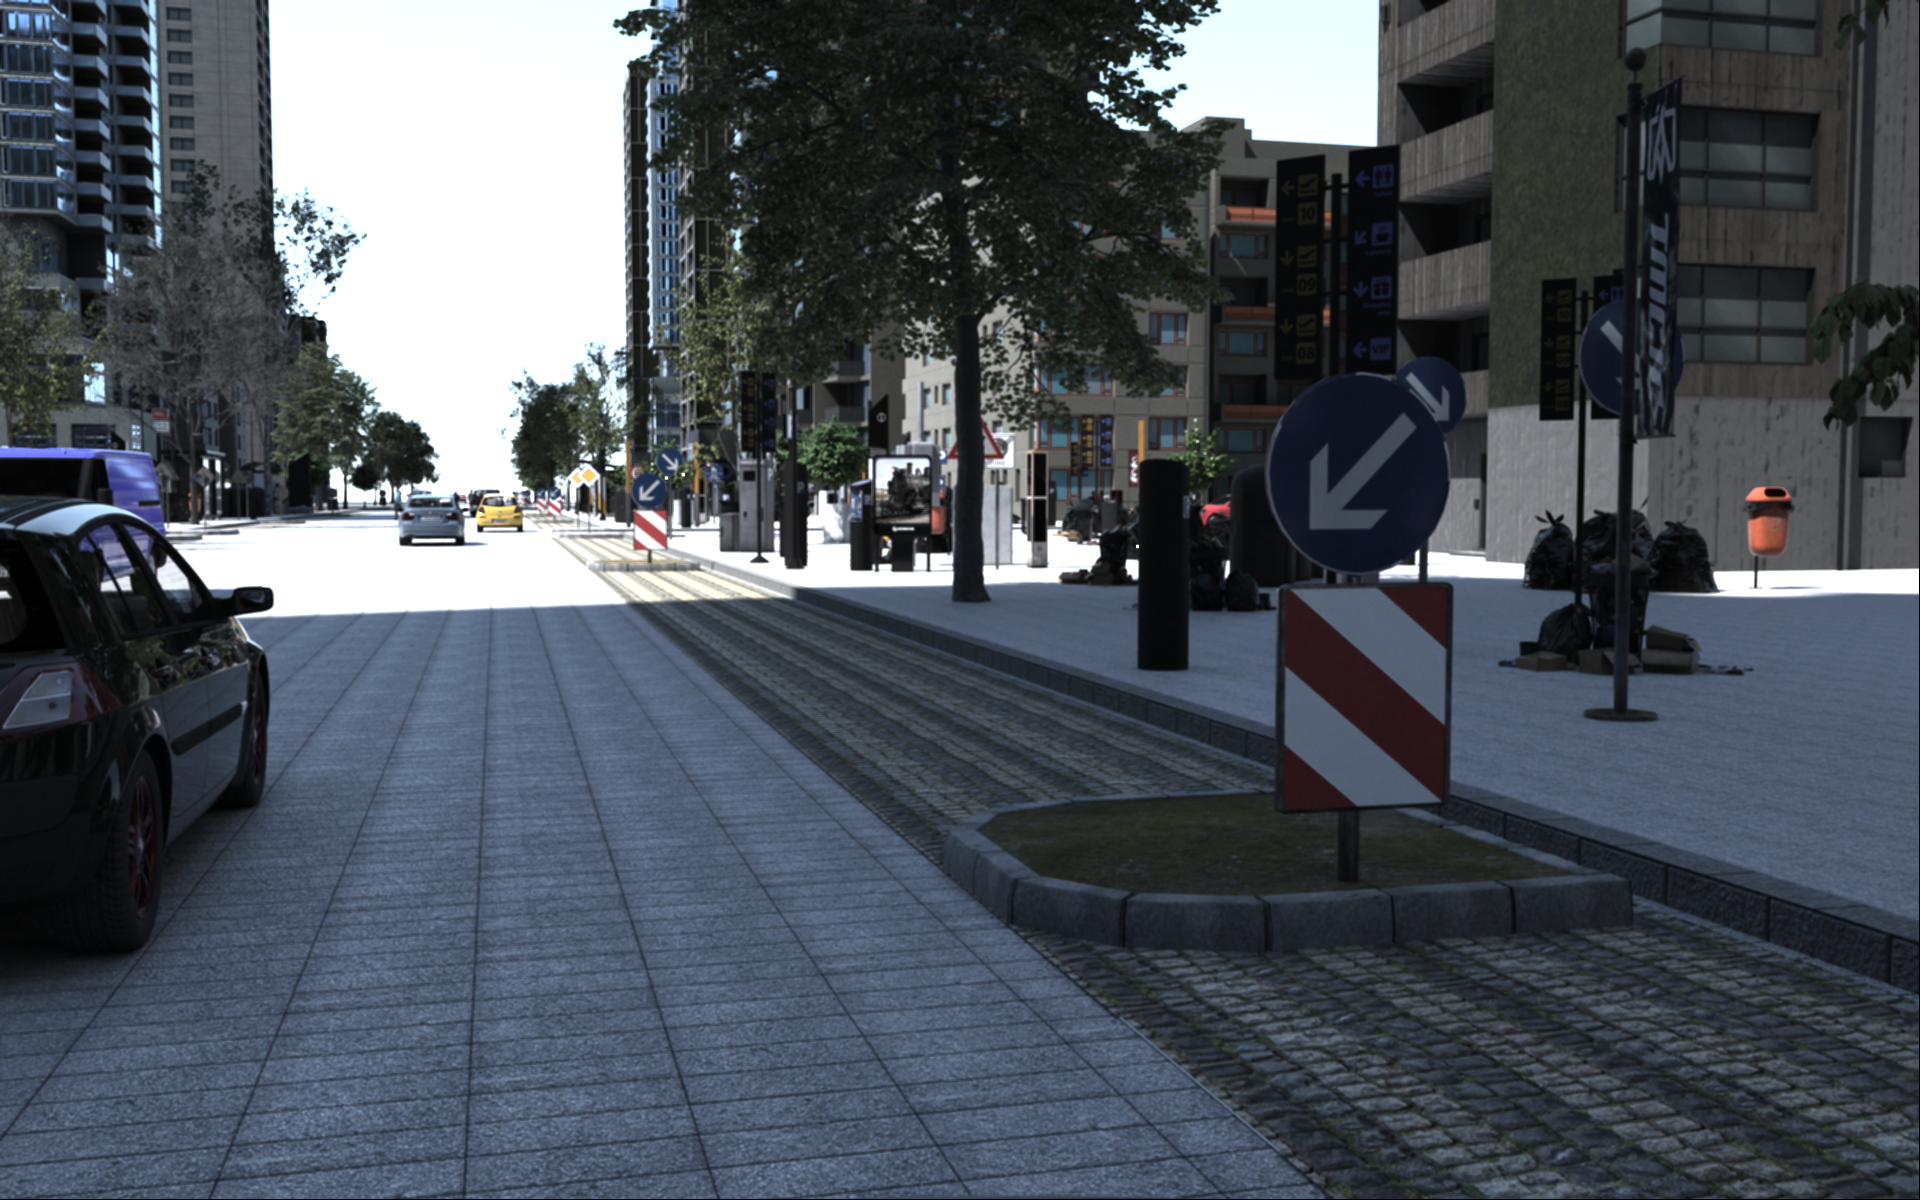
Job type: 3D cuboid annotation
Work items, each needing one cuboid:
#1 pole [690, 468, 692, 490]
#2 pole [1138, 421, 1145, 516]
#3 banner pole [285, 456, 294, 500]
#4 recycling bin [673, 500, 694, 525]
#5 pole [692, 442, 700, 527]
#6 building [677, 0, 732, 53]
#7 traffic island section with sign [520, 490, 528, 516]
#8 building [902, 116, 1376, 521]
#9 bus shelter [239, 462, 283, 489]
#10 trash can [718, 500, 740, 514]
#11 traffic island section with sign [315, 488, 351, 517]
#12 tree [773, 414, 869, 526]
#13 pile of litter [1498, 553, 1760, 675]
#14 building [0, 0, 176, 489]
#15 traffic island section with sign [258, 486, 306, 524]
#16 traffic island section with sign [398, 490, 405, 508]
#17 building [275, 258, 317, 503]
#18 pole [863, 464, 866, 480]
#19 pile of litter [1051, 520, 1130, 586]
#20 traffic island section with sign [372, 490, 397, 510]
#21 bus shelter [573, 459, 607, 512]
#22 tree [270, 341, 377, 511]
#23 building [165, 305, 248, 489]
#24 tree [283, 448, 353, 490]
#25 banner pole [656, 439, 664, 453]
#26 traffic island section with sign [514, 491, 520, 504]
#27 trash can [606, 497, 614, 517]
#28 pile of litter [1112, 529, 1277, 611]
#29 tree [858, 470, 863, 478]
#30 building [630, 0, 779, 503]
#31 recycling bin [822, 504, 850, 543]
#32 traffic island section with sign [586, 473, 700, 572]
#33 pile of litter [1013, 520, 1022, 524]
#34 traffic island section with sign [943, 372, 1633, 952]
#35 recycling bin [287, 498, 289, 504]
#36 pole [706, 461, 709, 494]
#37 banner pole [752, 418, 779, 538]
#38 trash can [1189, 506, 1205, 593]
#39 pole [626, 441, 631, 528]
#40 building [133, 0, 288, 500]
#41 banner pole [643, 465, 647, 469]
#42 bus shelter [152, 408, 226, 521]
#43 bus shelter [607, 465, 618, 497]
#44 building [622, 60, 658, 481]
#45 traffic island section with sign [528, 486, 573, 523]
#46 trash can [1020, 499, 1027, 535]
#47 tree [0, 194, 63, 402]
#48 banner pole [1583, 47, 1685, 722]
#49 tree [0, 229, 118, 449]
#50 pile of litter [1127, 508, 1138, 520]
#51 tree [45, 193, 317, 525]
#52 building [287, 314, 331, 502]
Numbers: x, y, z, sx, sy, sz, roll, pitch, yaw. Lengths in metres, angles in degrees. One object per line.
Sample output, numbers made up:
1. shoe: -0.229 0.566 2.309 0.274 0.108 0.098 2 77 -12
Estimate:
1. pole: -16.159 -6.766 104.467 0.158 3.312 0.155 0 3 0
2. pole: 5.039 -3.320 48.127 0.158 3.312 0.155 0 3 0
3. banner pole: -44.145 -7.592 114.149 0.863 3.779 0.401 -1 4 -16
4. recycling bin: -12.118 -3.878 75.967 0.722 1.027 0.722 1 4 11
5. pole: -10.244 -4.503 67.462 0.158 3.312 0.155 0 3 0
6. building: -22.115 -46.119 192.292 20.563 71.187 20.611 -1 4 -15
7. traffic island section with sign: -27.264 -6.330 112.125 1.989 1.847 2.006 -1 4 -15
8. building: 13.922 -15.486 98.238 28.899 21.520 27.650 -1 4 -15
9. bus shelter: -45.126 -7.216 111.905 2.014 3.302 5.546 -1 4 -15
10. trash can: -5.103 -1.689 39.266 0.748 1.137 0.748 0 3 0
11. traffic island section with sign: -39.610 -6.166 109.440 1.989 1.847 2.006 -1 4 -15
12. tree: -4.904 -5.215 68.980 4.285 4.588 4.351 0 3 0
13. pile of litter: 4.881 0.079 12.672 1.719 0.858 1.176 2 4 31
14. building: -77.058 -50.585 139.738 22.319 86.520 31.000 -1 4 -15
15. traffic island section with sign: -32.638 -4.573 83.398 1.989 1.847 2.006 -1 4 -15
16. traffic island section with sign: -59.539 -10.725 183.988 1.989 1.847 2.006 -1 4 -15
17. building: -112.076 -34.326 253.111 32.217 40.220 23.993 -1 4 -15
18. pole: -5.810 -6.828 105.481 0.158 3.312 0.155 0 3 0
19. pile of litter: 1.995 -0.663 24.807 1.176 0.858 1.719 0 4 -4
20. traffic island section with sign: -52.571 -9.133 157.945 1.989 1.847 2.006 -1 4 -15
21. bus shelter: -25.814 -7.891 120.296 1.731 3.624 6.357 -1 4 -15
22. tree: -47.243 -12.877 128.663 7.486 12.596 7.792 0 3 0
23. building: -86.982 -19.901 170.422 27.650 21.520 28.899 -1 4 -15
24. tree: -45.790 -8.418 121.344 4.285 4.588 4.351 0 3 0
25. banner pole: -13.557 -5.401 78.327 0.401 3.779 0.863 1 4 19
26. traffic island section with sign: -40.168 -9.282 160.388 1.989 1.847 2.006 -1 4 -15
27. trash can: -19.393 -5.192 96.547 0.748 1.137 0.748 0 3 0
28. pile of litter: 2.706 -0.328 19.336 1.719 0.858 1.176 1 4 19
29. tree: -6.287 -6.862 106.797 1.663 3.219 1.824 0 3 0
30. building: -38.409 -58.026 261.402 22.319 86.520 31.000 -1 4 -15
31. recycling bin: -3.169 -2.047 46.020 0.722 1.027 0.722 2 4 33
32. traffic island section with sign: -6.024 -1.471 32.674 1.989 1.847 2.006 -1 4 -15
33. pile of litter: 1.950 -3.680 74.132 1.176 0.858 1.719 -2 4 -31
34. traffic island section with sign: 1.006 0.138 6.371 1.989 1.847 2.006 -1 4 -15
35. recycling bin: -43.042 -6.089 112.107 0.722 1.027 0.722 -3 5 -43
36. pole: -15.469 -6.868 106.128 0.158 3.312 0.155 0 3 0
37. banner pole: -5.645 -3.671 50.038 0.863 3.779 0.401 -2 4 -33
38. trash can: 2.618 -0.584 21.207 0.748 1.137 0.748 0 3 0
39. pole: -12.704 -4.432 66.313 0.158 3.312 0.155 0 3 0
40. building: -100.552 -48.498 231.195 20.563 71.187 20.611 -1 4 -15
41. banner pole: -23.911 -8.670 131.766 0.401 3.779 0.863 1 4 13
42. bus shelter: -37.239 -6.479 83.558 2.179 5.291 8.768 -1 4 -15
43. bus shelter: -27.480 -8.834 135.718 1.731 3.624 6.357 -1 4 -15
44. building: -46.640 -51.901 286.830 20.563 71.187 20.611 -1 4 -15
45. traffic island section with sign: -20.167 -4.705 85.562 1.989 1.847 2.006 -1 4 -15
46. trash can: 2.244 -2.635 54.735 0.748 1.137 0.748 0 3 0
47. tree: -23.943 -5.603 41.964 4.360 8.622 3.978 0 3 0
48. banner pole: 3.792 -1.197 9.596 0.401 3.779 0.863 0 4 0
49. tree: -25.793 -5.945 47.568 4.737 8.622 4.395 0 3 0
50. pile of litter: 5.630 -2.424 53.595 1.176 0.858 1.719 1 4 19
51. tree: -32.053 -9.875 71.832 12.009 13.543 11.850 0 3 0
52. building: -108.211 -30.773 274.841 14.160 30.474 14.107 -1 4 -15
